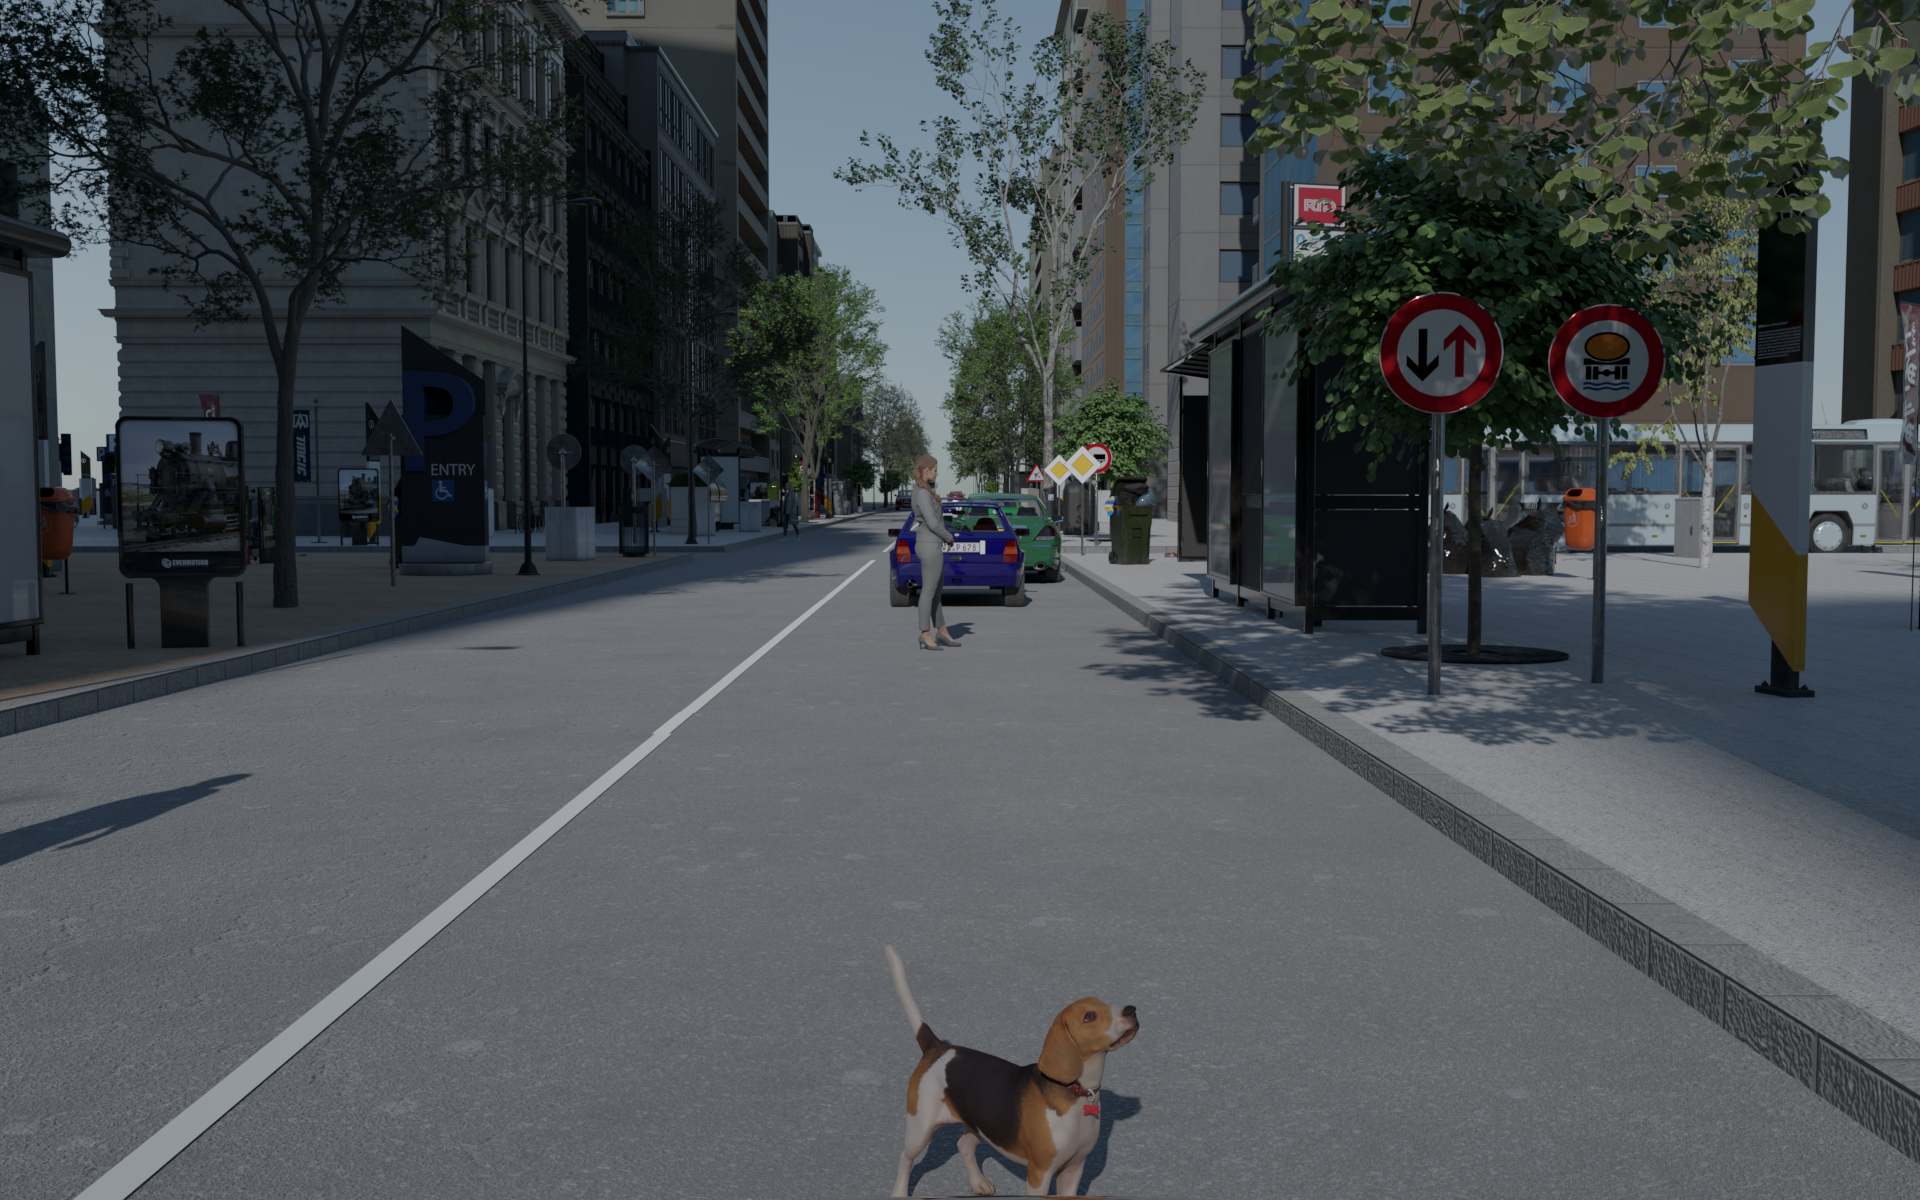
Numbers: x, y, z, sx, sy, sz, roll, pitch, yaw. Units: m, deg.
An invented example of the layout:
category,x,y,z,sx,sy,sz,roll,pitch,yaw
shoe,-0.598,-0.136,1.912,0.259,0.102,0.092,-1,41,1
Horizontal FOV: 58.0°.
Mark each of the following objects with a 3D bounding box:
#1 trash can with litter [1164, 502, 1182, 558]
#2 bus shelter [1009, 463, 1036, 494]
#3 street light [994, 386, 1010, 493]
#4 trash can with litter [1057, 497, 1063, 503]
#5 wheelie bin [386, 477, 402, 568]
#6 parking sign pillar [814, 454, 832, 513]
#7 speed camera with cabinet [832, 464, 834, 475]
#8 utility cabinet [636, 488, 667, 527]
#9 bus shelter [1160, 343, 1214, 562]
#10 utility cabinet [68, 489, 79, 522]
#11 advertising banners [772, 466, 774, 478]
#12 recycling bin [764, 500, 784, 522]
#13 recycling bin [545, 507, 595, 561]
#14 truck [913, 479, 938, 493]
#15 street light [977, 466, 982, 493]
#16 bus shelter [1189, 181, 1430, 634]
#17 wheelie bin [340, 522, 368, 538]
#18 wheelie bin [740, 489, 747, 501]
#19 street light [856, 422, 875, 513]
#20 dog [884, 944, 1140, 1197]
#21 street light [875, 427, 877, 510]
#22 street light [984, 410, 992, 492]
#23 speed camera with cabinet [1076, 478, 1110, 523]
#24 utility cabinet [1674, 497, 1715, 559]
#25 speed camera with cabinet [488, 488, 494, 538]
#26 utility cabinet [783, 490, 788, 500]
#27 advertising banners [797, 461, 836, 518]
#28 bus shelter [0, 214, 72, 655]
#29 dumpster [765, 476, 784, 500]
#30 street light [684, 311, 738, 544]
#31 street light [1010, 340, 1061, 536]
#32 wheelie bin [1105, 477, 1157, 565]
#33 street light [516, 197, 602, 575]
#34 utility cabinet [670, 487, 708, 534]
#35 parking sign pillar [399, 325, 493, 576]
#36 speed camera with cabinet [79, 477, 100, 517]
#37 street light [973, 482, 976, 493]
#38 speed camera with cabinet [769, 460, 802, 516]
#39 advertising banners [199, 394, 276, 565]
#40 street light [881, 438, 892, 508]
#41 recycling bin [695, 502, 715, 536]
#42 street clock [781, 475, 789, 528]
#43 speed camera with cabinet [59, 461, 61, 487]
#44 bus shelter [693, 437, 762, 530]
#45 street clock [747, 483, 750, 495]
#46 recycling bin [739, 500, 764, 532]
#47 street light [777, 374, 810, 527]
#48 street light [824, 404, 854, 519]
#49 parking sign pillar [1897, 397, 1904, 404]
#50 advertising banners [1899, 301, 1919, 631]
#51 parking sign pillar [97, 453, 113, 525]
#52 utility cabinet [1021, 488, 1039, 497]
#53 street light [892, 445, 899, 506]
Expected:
category,x,y,z,sx,sy,sz,roll,pitch,yaw
trash can with litter,5.042,-1.481,35.273,2.233,1.210,1.678,-2,4,-28
bus shelter,4.159,-7.375,114.501,2.014,3.302,5.546,0,4,0
street light,2.292,-6.222,74.275,1.470,5.913,1.316,0,4,0
trash can with litter,4.197,-3.549,69.410,1.055,1.170,0.624,3,5,39
wheelie bin,-9.444,-1.353,30.028,0.693,1.594,0.980,1,4,22
parking sign pillar,-9.040,-7.776,115.604,1.447,3.967,1.447,-1,4,-13
speed camera with cabinet,-8.198,-7.257,112.995,0.660,3.252,2.038,0,4,4
utility cabinet,-11.921,-3.563,66.939,1.173,1.500,0.318,-3,4,-38
bus shelter,4.643,-2.349,29.695,1.731,3.624,6.357,0,4,0
utility cabinet,-40.111,-4.228,77.809,1.173,1.500,0.318,2,4,27
advertising banners,-11.614,-6.722,106.091,0.090,3.025,2.074,0,4,7
recycling bin,-7.755,-3.610,71.578,0.722,1.027,0.722,-3,5,-39
recycling bin,-7.549,-1.284,33.550,0.722,1.027,0.722,1,4,18
truck,-4.147,-13.783,215.116,2.967,4.110,18.799,0,3,0
street light,2.116,-9.577,129.127,1.470,5.913,1.316,0,4,0
bus shelter,3.939,-2.590,19.977,2.179,5.291,8.768,0,4,0
wheelie bin,-17.883,-2.640,51.077,0.980,1.594,0.693,0,4,3
wheelie bin,-13.260,-5.917,104.648,0.980,1.594,0.693,1,4,15
street light,-6.414,-8.496,111.451,1.470,5.913,1.316,0,4,0
dog,0.083,0.974,3.364,0.540,0.507,0.406,1,4,8
street light,-6.493,-9.040,120.344,1.470,5.913,1.316,0,4,0
street light,2.148,-7.556,96.087,1.470,5.913,1.316,0,4,0
speed camera with cabinet,6.038,-5.020,76.416,2.038,3.252,0.660,-3,4,-36
utility cabinet,14.769,-1.451,34.887,0.306,1.237,1.020,0,4,-6
speed camera with cabinet,-14.665,-3.431,50.436,2.038,3.252,0.660,-3,4,-36
utility cabinet,-7.925,-4.306,79.079,0.318,1.500,1.173,-1,4,-21
advertising banners,-7.673,-5.875,92.249,2.074,3.025,0.090,0,4,-6
bus shelter,-8.136,-1.944,9.418,2.179,5.291,8.768,0,4,0
dumpster,-9.035,-5.203,87.570,1.502,2.255,1.985,0,4,0
street light,-6.334,-4.380,44.153,1.470,5.913,1.316,0,4,0
street light,2.355,-4.887,52.446,1.470,5.913,1.316,0,4,0
wheelie bin,3.145,-1.448,31.575,0.980,1.594,0.693,-1,4,-20
street light,-6.305,-3.348,27.278,1.470,5.913,1.316,0,4,0
utility cabinet,-8.632,-2.846,55.216,1.173,1.500,0.318,-1,4,-12
parking sign pillar,-8.239,-2.397,27.668,1.447,3.967,1.447,0,4,-7
speed camera with cabinet,-47.911,-6.237,96.312,0.660,3.252,2.038,2,4,24
street light,1.870,-13.595,194.818,1.470,5.913,1.316,0,4,0
speed camera with cabinet,-10.171,-6.585,101.993,2.038,3.252,0.660,1,4,12
advertising banners,-12.980,-2.143,31.225,0.090,3.025,2.074,1,4,15
street light,-6.532,-10.384,142.321,1.470,5.913,1.316,0,4,0
recycling bin,-7.850,-2.470,52.931,0.722,1.027,0.722,-1,4,-9
street clock,-6.532,-3.686,64.836,0.358,2.002,0.471,0,4,-7
speed camera with cabinet,-24.702,-3.155,45.924,2.038,3.252,0.660,2,4,30
bus shelter,-8.698,-4.335,64.803,2.014,3.302,5.546,0,4,0
street clock,-13.368,-6.502,110.879,0.471,2.002,0.358,-3,5,-40
recycling bin,-7.122,-2.829,58.816,0.722,1.027,0.722,0,4,-5
street light,-6.373,-5.772,66.916,1.470,5.913,1.316,0,4,0
street light,-6.280,-7.139,89.262,1.470,5.913,1.316,0,4,0
parking sign pillar,26.415,-3.625,47.747,1.447,3.967,1.447,-3,4,-36
advertising banners,9.281,-1.239,16.453,2.074,3.025,0.090,-3,5,-41
parking sign pillar,-35.417,-5.142,72.543,1.447,3.967,1.447,0,4,-2
utility cabinet,2.717,-3.554,66.782,0.318,1.500,1.173,2,4,23
street light,-6.599,-11.718,164.133,1.470,5.913,1.316,0,4,0
